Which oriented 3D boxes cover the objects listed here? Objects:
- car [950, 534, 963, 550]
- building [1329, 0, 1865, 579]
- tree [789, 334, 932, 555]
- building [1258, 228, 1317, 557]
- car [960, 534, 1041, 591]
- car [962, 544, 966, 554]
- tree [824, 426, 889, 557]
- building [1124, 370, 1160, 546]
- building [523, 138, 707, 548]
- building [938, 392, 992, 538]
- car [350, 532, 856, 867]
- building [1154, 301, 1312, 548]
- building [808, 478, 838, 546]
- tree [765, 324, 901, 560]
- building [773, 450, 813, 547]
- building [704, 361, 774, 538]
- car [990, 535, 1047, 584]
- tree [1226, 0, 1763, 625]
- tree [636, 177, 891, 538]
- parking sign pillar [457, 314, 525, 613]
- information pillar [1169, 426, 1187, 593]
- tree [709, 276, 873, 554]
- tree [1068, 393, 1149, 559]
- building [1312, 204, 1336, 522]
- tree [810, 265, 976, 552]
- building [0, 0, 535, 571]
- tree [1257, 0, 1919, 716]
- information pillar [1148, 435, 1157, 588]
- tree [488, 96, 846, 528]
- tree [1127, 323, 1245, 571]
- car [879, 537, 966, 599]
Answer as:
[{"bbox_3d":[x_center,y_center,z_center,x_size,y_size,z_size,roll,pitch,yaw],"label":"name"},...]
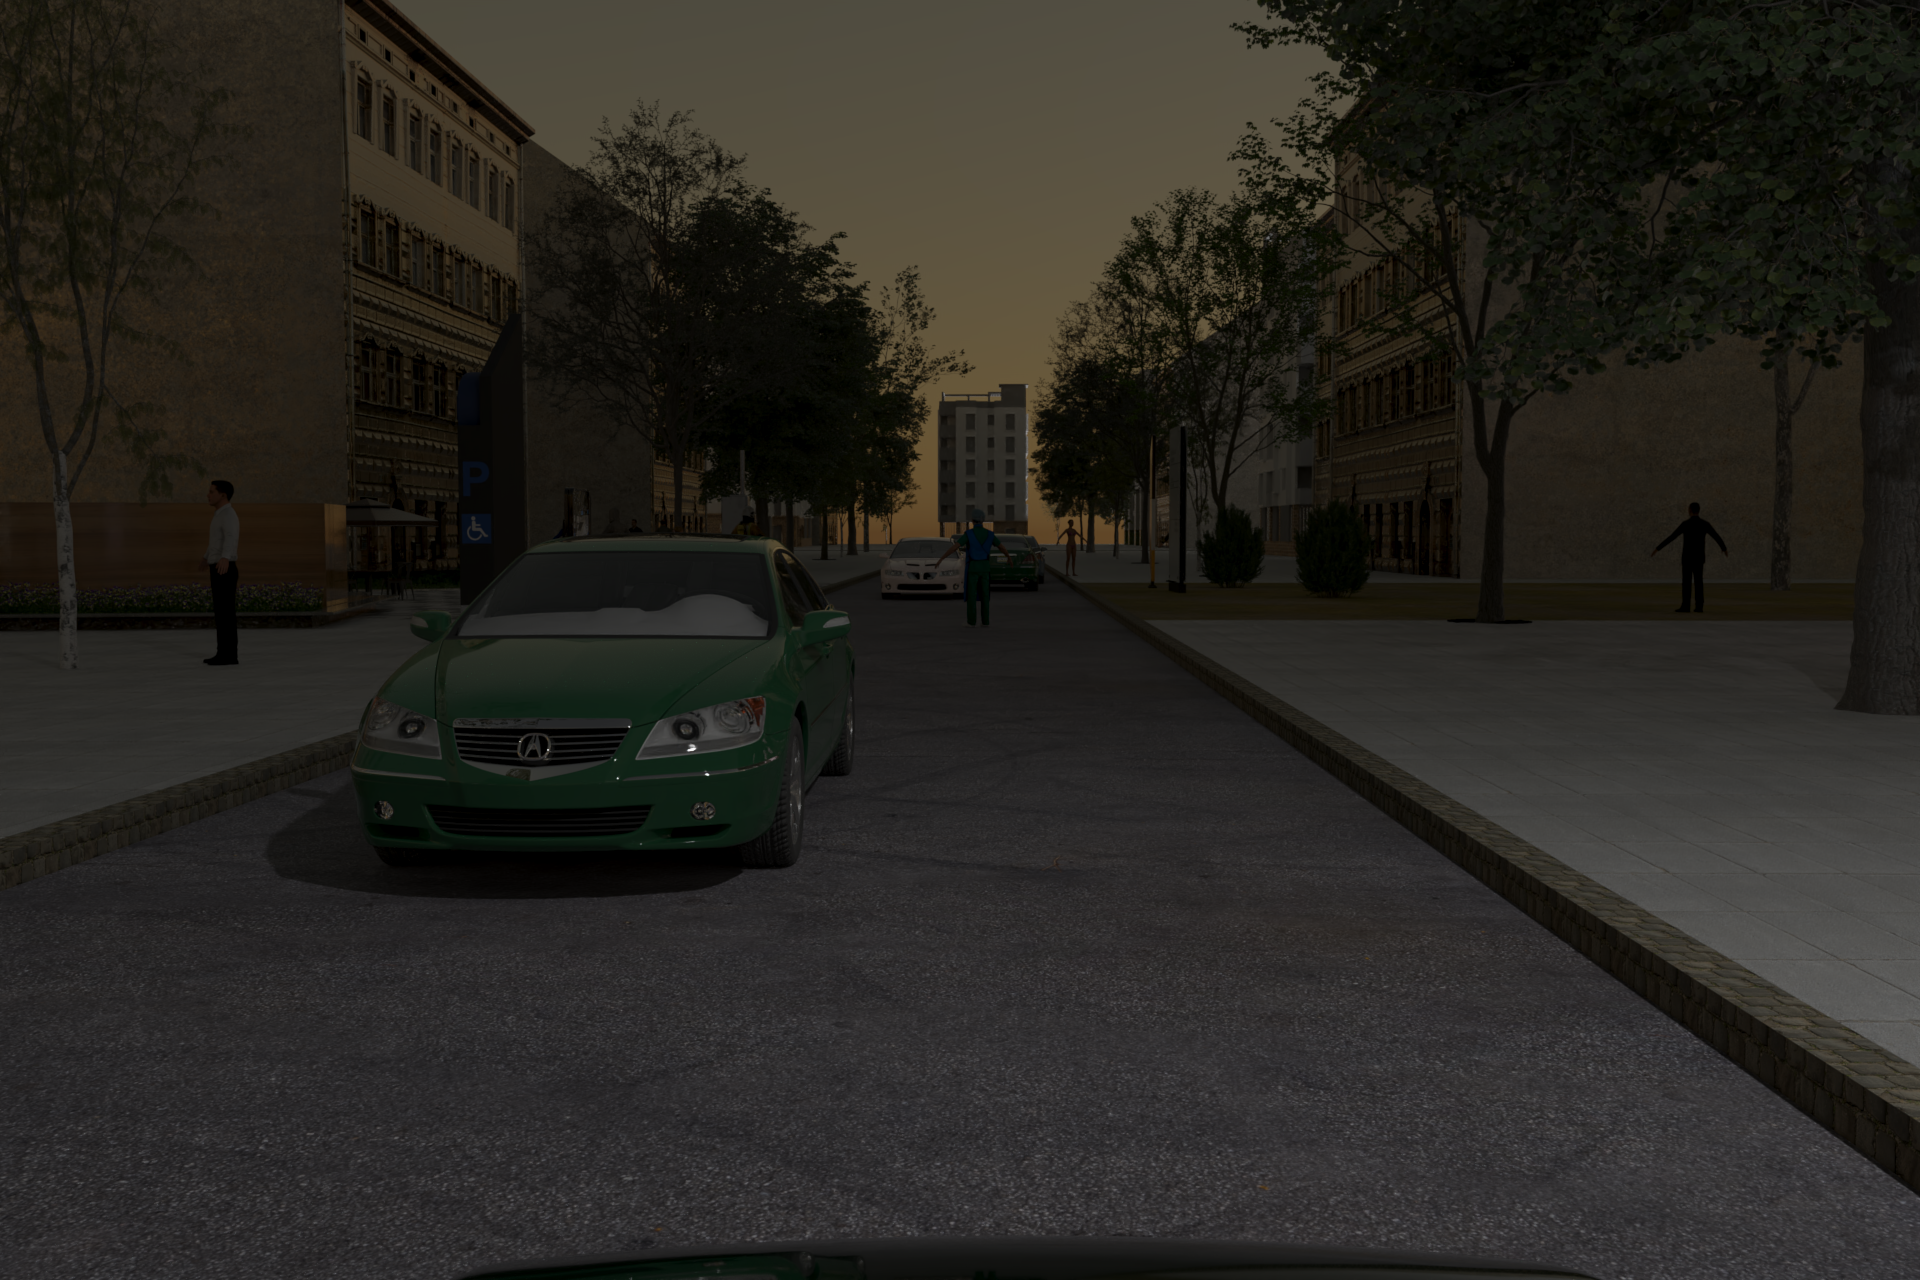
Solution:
[{"bbox_3d":[0.041,-6.692,121.218,2.131,1.459,4.920,0,4,1],"label":"car"},{"bbox_3d":[23.536,-13.865,57.621,19.493,23.208,18.063,0,4,1],"label":"building"},{"bbox_3d":[-6.573,-12.120,104.817,9.857,13.997,8.962,0,3,0],"label":"tree"},{"bbox_3d":[23.783,-15.337,107.178,16.016,20.090,11.380,0,4,1],"label":"building"},{"bbox_3d":[1.069,-2.028,44.951,2.131,1.459,4.920,0,3,0],"label":"car"},{"bbox_3d":[1.006,-5.861,104.623,1.959,1.807,4.718,0,4,1],"label":"car"},{"bbox_3d":[-6.676,-8.897,95.830,4.360,8.622,3.978,0,3,0],"label":"tree"},{"bbox_3d":[28.004,-20.047,194.222,16.747,18.905,31.486,0,4,1],"label":"building"},{"bbox_3d":[-24.655,-16.177,95.417,19.493,23.208,18.063,0,4,0],"label":"building"},{"bbox_3d":[-2.528,-22.254,222.725,11.380,20.090,16.016,0,4,5],"label":"building"},{"bbox_3d":[-1.576,0.172,8.981,2.131,1.459,4.920,0,4,1],"label":"car"},{"bbox_3d":[28.598,-20.337,163.440,19.493,23.208,18.063,0,4,1],"label":"building"},{"bbox_3d":[-24.183,-22.417,197.443,19.493,23.208,18.063,0,4,2],"label":"building"},{"bbox_3d":[-6.552,-9.732,84.876,9.928,11.665,9.643,0,3,0],"label":"tree"},{"bbox_3d":[-20.939,-19.318,172.275,16.016,20.090,11.380,0,4,1],"label":"building"},{"bbox_3d":[-22.948,-18.092,152.231,16.016,20.090,11.380,0,4,1],"label":"building"},{"bbox_3d":[1.598,-2.404,51.303,2.014,1.417,4.499,0,4,1],"label":"car"},{"bbox_3d":[7.577,-6.040,24.513,9.928,11.665,9.643,0,3,0],"label":"tree"},{"bbox_3d":[-7.100,-9.520,62.314,9.857,13.997,8.962,0,3,0],"label":"tree"},{"bbox_3d":[-5.573,-1.967,20.630,1.447,3.967,1.447,0,4,2],"label":"parking sign pillar"},{"bbox_3d":[4.814,-2.872,38.278,0.184,3.620,1.656,0,4,-1],"label":"information pillar"},{"bbox_3d":[-7.812,-9.603,75.140,7.486,12.596,7.792,0,3,0],"label":"tree"},{"bbox_3d":[7.875,-8.440,88.350,4.737,8.622,4.395,0,3,0],"label":"tree"},{"bbox_3d":[26.800,-15.055,77.080,19.493,23.208,18.063,0,4,1],"label":"building"},{"bbox_3d":[-5.727,-16.283,122.116,12.611,20.169,13.585,0,3,0],"label":"tree"},{"bbox_3d":[-25.805,-13.781,56.255,19.493,23.208,18.063,0,4,1],"label":"building"},{"bbox_3d":[6.692,-6.446,12.046,9.857,13.997,8.962,0,3,0],"label":"tree"},{"bbox_3d":[4.580,-3.048,41.183,0.183,3.616,0.504,0,4,1],"label":"information pillar"},{"bbox_3d":[-8.047,-8.474,48.926,12.009,13.543,11.850,0,3,0],"label":"tree"},{"bbox_3d":[8.476,-6.688,59.709,4.360,8.622,3.978,0,3,0],"label":"tree"},{"bbox_3d":[-0.774,-1.660,39.497,2.083,1.381,4.827,0,4,1],"label":"car"}]
